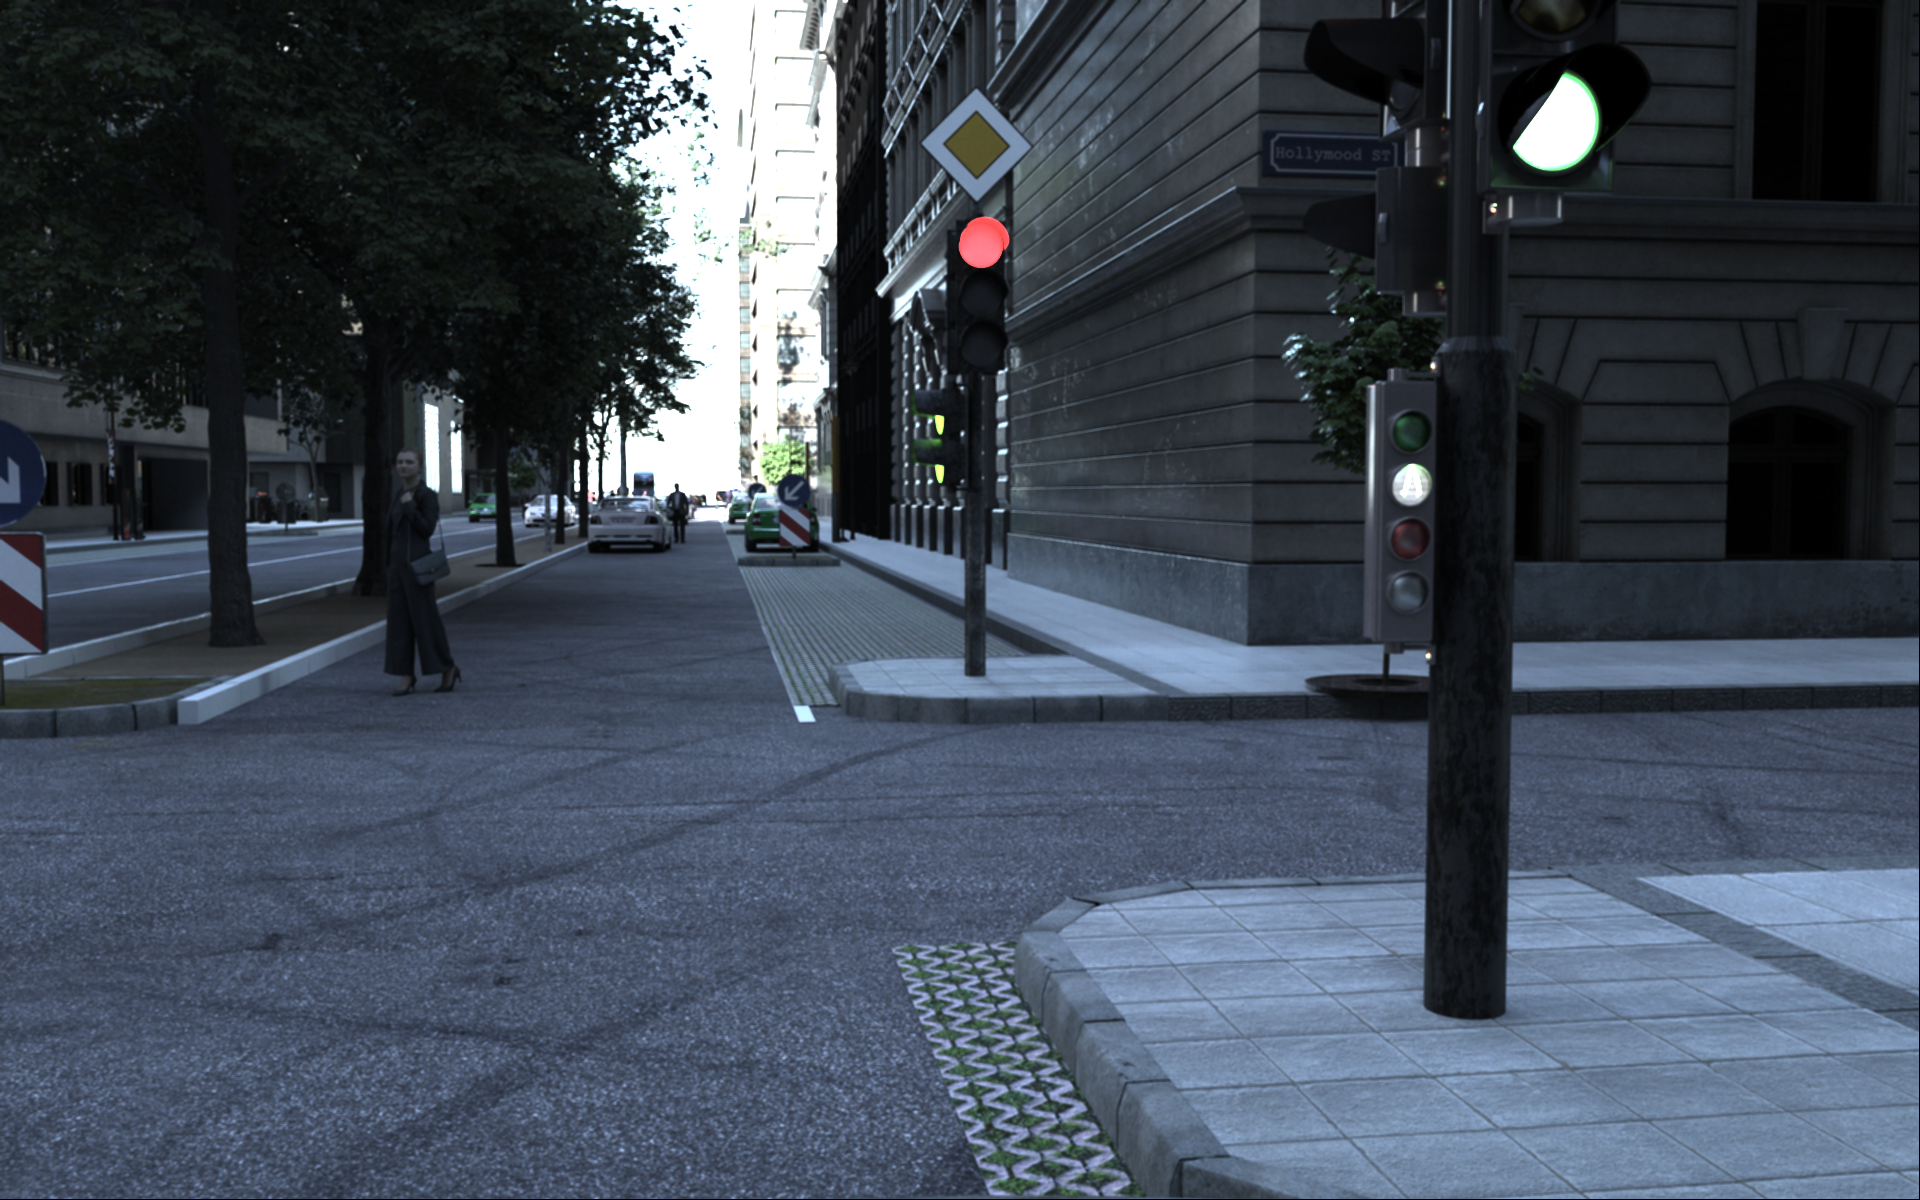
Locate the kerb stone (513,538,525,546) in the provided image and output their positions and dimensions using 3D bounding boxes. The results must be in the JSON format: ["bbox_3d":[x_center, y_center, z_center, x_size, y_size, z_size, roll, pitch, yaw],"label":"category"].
[{"bbox_3d":[-12.365,-1.604,48.486,0.120,0.150,1.000,-1,4,-8],"label":"kerb stone"}]

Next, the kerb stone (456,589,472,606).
[{"bbox_3d":[-6.484,-0.011,22.408,0.120,0.150,1.000,-1,4,-8],"label":"kerb stone"}]

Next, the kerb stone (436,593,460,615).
[{"bbox_3d":[-6.337,0.049,21.388,0.120,0.150,1.000,-1,4,-8],"label":"kerb stone"}]

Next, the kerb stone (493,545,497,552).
[{"bbox_3d":[-11.493,-1.235,42.395,0.120,0.150,1.000,-1,4,-8],"label":"kerb stone"}]

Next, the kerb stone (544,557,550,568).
[{"bbox_3d":[-8.093,-0.695,33.556,0.120,0.150,1.000,-1,4,-8],"label":"kerb stone"}]

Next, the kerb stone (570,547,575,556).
[{"bbox_3d":[-8.975,-1.067,39.635,0.120,0.150,1.000,-1,4,-8],"label":"kerb stone"}]

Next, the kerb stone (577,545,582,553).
[{"bbox_3d":[-9.261,-1.182,41.659,0.120,0.150,1.000,-1,4,-8],"label":"kerb stone"}]

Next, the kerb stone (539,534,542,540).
[{"bbox_3d":[-13.104,-1.918,53.548,0.120,0.150,1.000,-1,4,-8],"label":"kerb stone"}]

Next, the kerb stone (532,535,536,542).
[{"bbox_3d":[-12.810,-1.794,51.522,0.120,0.150,1.000,-1,4,-8],"label":"kerb stone"}]

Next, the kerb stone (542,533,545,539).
[{"bbox_3d":[-13.242,-1.978,54.570,0.120,0.150,1.000,-1,4,-8],"label":"kerb stone"}]

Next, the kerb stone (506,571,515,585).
[{"bbox_3d":[-7.218,-0.321,27.477,0.120,0.150,1.000,-1,4,-8],"label":"kerb stone"}]

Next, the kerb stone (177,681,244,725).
[{"bbox_3d":[-4.873,0.670,11.264,0.120,0.150,1.000,-1,4,-8],"label":"kerb stone"}]

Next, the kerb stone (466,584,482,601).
[{"bbox_3d":[-6.631,-0.075,23.420,0.120,0.150,1.000,-1,4,-8],"label":"kerb stone"}]

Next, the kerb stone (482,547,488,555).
[{"bbox_3d":[-11.199,-1.108,40.373,0.120,0.150,1.000,-1,4,-8],"label":"kerb stone"}]

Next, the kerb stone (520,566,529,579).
[{"bbox_3d":[-7.500,-0.444,29.502,0.120,0.150,1.000,-1,4,-8],"label":"kerb stone"}]

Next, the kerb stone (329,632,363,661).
[{"bbox_3d":[-5.461,0.421,15.315,0.120,0.150,1.000,-1,4,-8],"label":"kerb stone"}]

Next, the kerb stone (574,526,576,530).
[{"bbox_3d":[-15.013,-2.723,66.764,0.120,0.150,1.000,-1,4,-8],"label":"kerb stone"}]

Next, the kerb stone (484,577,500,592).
[{"bbox_3d":[-6.921,-0.199,25.448,0.120,0.150,1.000,-1,4,-8],"label":"kerb stone"}]

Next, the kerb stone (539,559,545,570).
[{"bbox_3d":[-7.954,-0.633,32.539,0.120,0.150,1.000,-1,4,-8],"label":"kerb stone"}]

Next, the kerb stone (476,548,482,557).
[{"bbox_3d":[-11.056,-1.049,39.354,0.120,0.150,1.000,-1,4,-8],"label":"kerb stone"}]

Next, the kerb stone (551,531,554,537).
[{"bbox_3d":[-13.683,-2.166,57.616,0.120,0.150,1.000,-1,4,-8],"label":"kerb stone"}]

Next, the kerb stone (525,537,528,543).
[{"bbox_3d":[-12.529,-1.670,49.495,0.120,0.150,1.000,-1,4,-8],"label":"kerb stone"}]

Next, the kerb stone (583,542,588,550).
[{"bbox_3d":[-9.554,-1.314,43.687,0.120,0.150,1.000,-1,4,-8],"label":"kerb stone"}]

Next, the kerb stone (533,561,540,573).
[{"bbox_3d":[-7.804,-0.570,31.523,0.120,0.150,1.000,-1,4,-8],"label":"kerb stone"}]

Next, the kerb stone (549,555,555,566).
[{"bbox_3d":[-8.241,-0.754,34.568,0.120,0.150,1.000,-1,4,-8],"label":"kerb stone"}]

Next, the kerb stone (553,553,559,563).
[{"bbox_3d":[-8.389,-0.817,35.585,0.120,0.150,1.000,-1,4,-8],"label":"kerb stone"}]

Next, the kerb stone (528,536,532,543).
[{"bbox_3d":[-12.661,-1.728,50.508,0.120,0.150,1.000,-1,4,-8],"label":"kerb stone"}]

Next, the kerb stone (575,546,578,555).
[{"bbox_3d":[-9.117,-1.128,40.647,0.120,0.150,1.000,-1,4,-8],"label":"kerb stone"}]

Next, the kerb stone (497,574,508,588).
[{"bbox_3d":[-7.066,-0.260,26.467,0.120,0.150,1.000,-1,4,-8],"label":"kerb stone"}]

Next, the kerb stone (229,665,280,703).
[{"bbox_3d":[-5.023,0.607,12.274,0.120,0.150,1.000,-1,4,-8],"label":"kerb stone"}]

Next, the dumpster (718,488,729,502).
[{"bbox_3d":[-33.087,-14.454,241.271,1.985,2.255,1.502,0,4,-8],"label":"dumpster"}]

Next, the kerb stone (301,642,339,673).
[{"bbox_3d":[-5.316,0.483,14.303,0.120,0.150,1.000,-1,4,-8],"label":"kerb stone"}]

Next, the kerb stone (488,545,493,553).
[{"bbox_3d":[-11.349,-1.174,41.383,0.120,0.150,1.000,-1,4,-8],"label":"kerb stone"}]

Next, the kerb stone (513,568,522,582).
[{"bbox_3d":[-7.358,-0.382,28.490,0.120,0.150,1.000,-1,4,-8],"label":"kerb stone"}]

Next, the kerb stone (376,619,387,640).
[{"bbox_3d":[-5.756,0.297,17.341,0.120,0.150,1.000,-1,4,-8],"label":"kerb stone"}]

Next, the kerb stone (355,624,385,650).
[{"bbox_3d":[-5.606,0.359,16.327,0.120,0.150,1.000,-1,4,-8],"label":"kerb stone"}]

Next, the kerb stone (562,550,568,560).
[{"bbox_3d":[-8.676,-0.940,37.611,0.120,0.150,1.000,-1,4,-8],"label":"kerb stone"}]

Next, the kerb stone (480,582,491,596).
[{"bbox_3d":[-6.780,-0.124,24.431,0.120,0.150,1.000,-1,4,-8],"label":"kerb stone"}]

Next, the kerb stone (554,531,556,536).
[{"bbox_3d":[-13.983,-2.290,59.641,0.120,0.150,1.000,-1,4,-8],"label":"kerb stone"}]

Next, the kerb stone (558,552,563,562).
[{"bbox_3d":[-8.539,-0.881,36.596,0.120,0.150,1.000,-1,4,-8],"label":"kerb stone"}]

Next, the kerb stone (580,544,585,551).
[{"bbox_3d":[-9.408,-1.252,42.670,0.120,0.150,1.000,-1,4,-8],"label":"kerb stone"}]

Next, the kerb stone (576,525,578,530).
[{"bbox_3d":[-15.152,-2.786,67.778,0.120,0.150,1.000,-1,4,-8],"label":"kerb stone"}]

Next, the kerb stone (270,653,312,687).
[{"bbox_3d":[-5.170,0.545,13.286,0.120,0.150,1.000,-1,4,-8],"label":"kerb stone"}]

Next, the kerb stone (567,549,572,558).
[{"bbox_3d":[-8.819,-1.005,38.625,0.120,0.150,1.000,-1,4,-8],"label":"kerb stone"}]

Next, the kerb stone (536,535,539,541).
[{"bbox_3d":[-12.951,-1.856,52.538,0.120,0.150,1.000,-1,4,-8],"label":"kerb stone"}]

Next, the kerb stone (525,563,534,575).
[{"bbox_3d":[-7.656,-0.509,30.512,0.120,0.150,1.000,-1,4,-8],"label":"kerb stone"}]

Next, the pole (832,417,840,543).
[{"bbox_3d":[-3.272,-3.171,45.687,0.158,3.312,0.155,0,3,0],"label":"pole"}]

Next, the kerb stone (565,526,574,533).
[{"bbox_3d":[-14.859,-2.659,65.743,0.120,0.150,1.000,-1,4,-8],"label":"kerb stone"}]

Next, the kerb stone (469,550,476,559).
[{"bbox_3d":[-10.906,-0.988,38.343,0.120,0.150,1.000,-1,4,-8],"label":"kerb stone"}]

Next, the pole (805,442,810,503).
[{"bbox_3d":[-5.931,-4.491,67.277,0.158,3.312,0.155,0,3,0],"label":"pole"}]
